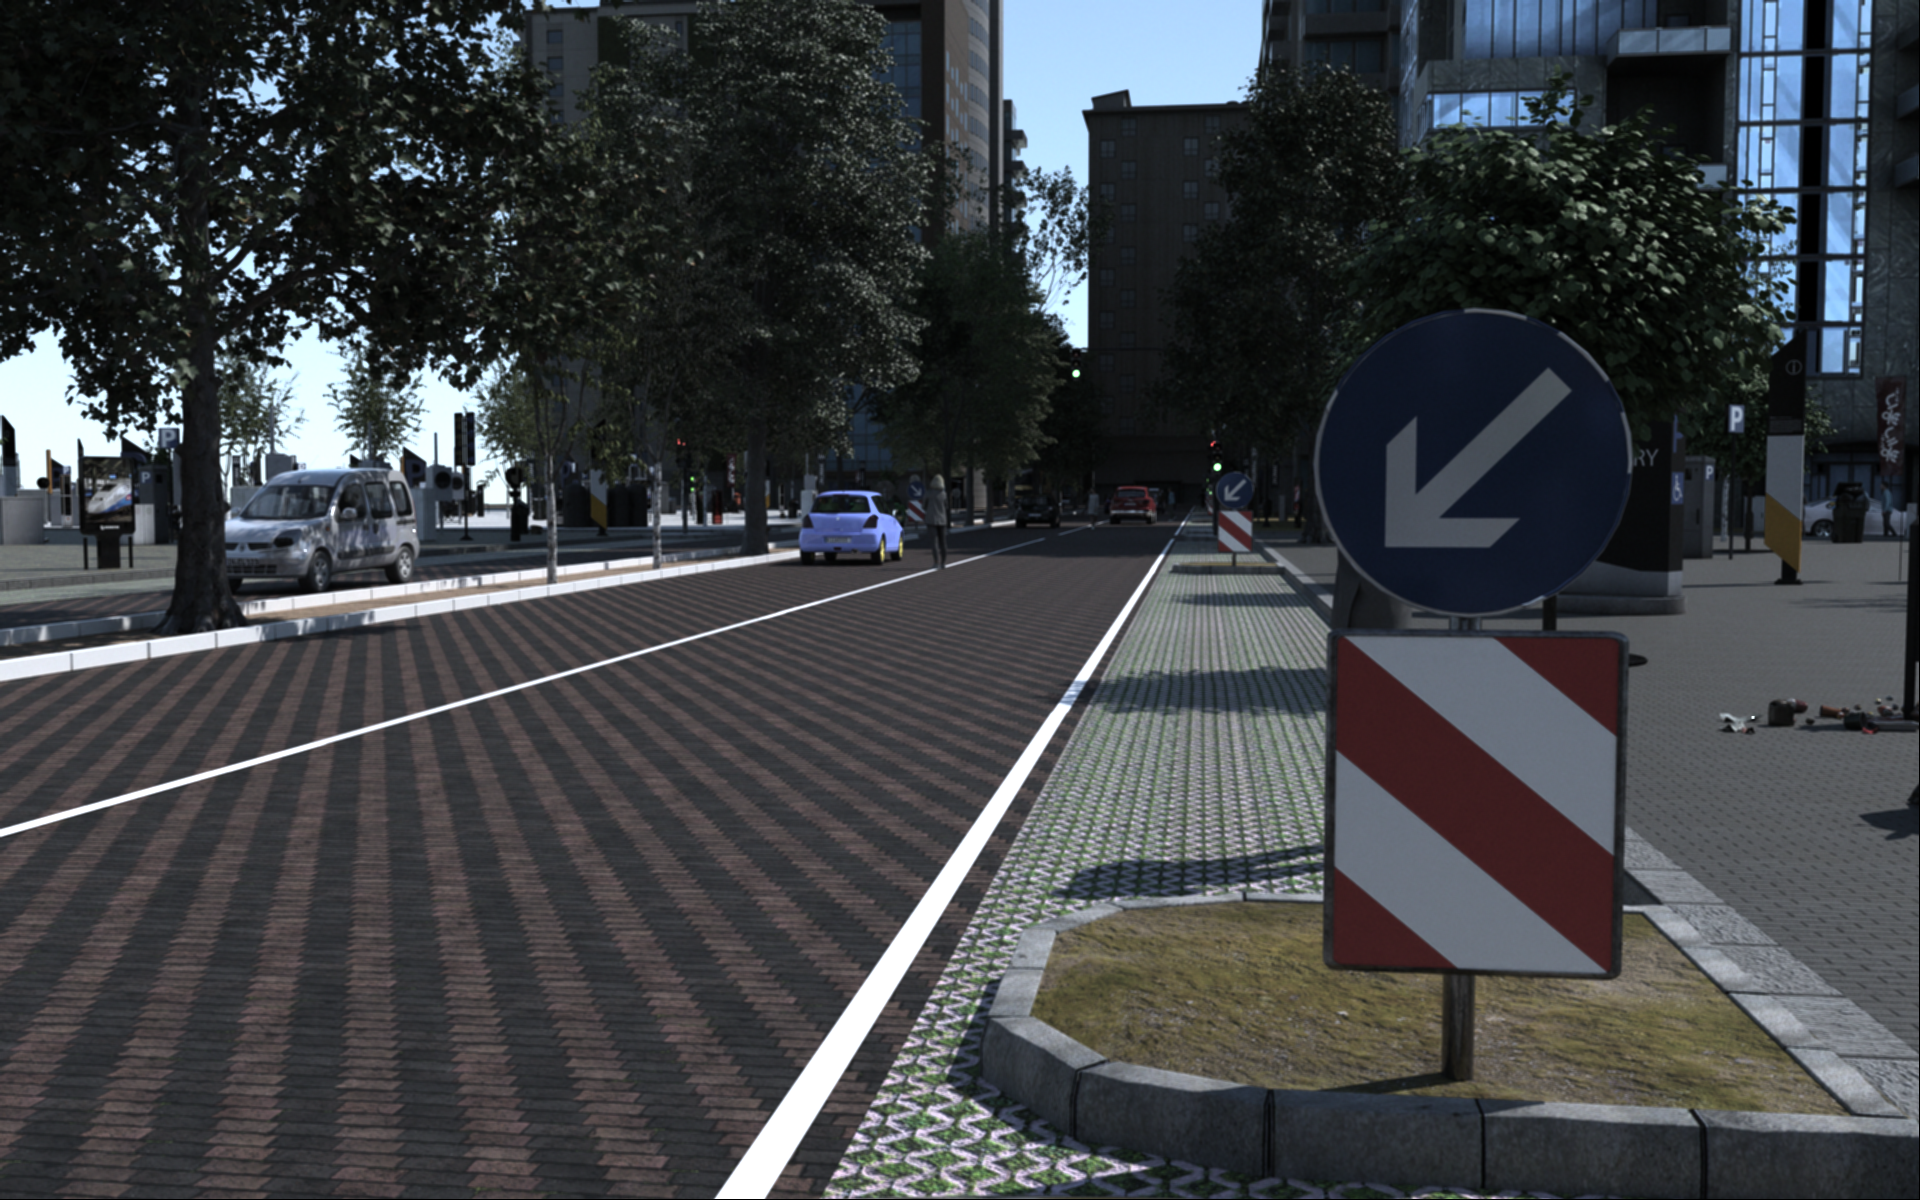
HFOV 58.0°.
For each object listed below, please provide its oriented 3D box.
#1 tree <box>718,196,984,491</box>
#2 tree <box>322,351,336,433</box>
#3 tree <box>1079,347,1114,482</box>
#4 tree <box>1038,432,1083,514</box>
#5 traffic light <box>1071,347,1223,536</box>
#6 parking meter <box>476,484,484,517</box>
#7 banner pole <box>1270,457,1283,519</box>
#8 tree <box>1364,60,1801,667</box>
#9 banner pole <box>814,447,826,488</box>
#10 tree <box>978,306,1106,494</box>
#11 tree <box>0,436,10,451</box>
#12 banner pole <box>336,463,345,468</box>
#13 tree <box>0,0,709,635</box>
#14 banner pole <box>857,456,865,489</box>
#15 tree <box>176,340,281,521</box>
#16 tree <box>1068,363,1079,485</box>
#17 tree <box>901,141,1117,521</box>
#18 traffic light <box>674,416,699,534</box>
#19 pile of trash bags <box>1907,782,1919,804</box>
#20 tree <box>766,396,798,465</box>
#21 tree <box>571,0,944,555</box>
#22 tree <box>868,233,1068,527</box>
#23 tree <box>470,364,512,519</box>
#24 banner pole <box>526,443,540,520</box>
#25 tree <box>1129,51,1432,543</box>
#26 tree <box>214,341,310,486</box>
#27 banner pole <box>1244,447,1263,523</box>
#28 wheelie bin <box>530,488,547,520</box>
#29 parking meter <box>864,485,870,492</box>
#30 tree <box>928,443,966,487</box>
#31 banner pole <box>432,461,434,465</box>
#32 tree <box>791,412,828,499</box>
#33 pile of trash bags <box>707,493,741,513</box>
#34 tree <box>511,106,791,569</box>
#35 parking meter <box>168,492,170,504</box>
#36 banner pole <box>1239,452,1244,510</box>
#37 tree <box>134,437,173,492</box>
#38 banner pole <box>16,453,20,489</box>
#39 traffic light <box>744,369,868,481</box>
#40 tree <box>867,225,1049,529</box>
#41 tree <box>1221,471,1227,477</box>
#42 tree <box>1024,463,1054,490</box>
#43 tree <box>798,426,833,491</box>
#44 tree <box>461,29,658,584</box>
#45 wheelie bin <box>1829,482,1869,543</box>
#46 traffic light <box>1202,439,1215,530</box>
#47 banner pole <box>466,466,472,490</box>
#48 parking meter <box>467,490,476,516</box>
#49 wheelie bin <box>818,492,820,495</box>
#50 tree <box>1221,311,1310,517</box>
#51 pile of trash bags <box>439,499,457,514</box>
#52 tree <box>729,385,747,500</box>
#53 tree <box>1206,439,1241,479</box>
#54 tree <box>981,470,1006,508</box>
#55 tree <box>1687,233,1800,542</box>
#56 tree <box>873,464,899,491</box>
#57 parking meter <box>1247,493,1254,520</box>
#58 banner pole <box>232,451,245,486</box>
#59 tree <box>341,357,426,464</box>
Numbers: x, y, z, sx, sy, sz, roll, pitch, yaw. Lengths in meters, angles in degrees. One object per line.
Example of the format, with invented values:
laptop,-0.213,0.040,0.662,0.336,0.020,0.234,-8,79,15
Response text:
tree,-3.357,-6.957,50.624,8.767,10.594,7.601,0,4,8
tree,-23.416,-7.257,69.016,4.737,8.622,4.395,0,3,0
tree,6.574,-12.078,118.065,7.486,12.596,7.792,0,3,0
tree,7.253,-10.491,124.350,4.737,8.622,4.395,0,3,0
traffic light,5.821,-4.825,53.558,4.771,5.953,1.251,0,4,8
parking meter,-27.042,-5.620,97.594,0.399,1.863,0.255,-1,4,-14
banner pole,16.523,-6.117,90.038,0.863,3.779,0.401,1,4,14
tree,4.558,-1.815,13.388,4.285,4.588,4.351,0,3,0
banner pole,-6.900,-5.794,84.746,0.863,3.779,0.401,2,4,28
tree,4.573,-11.312,104.417,9.611,12.733,9.660,0,3,0
tree,-15.995,-1.973,26.861,1.663,3.219,1.824,0,3,0
banner pole,-50.238,-9.214,140.659,0.863,3.779,0.401,-1,4,-22
tree,-7.842,-6.010,17.735,9.611,12.733,9.660,0,3,0
banner pole,-6.570,-7.615,114.521,0.863,3.779,0.401,-3,5,-43
tree,-30.072,-7.373,70.913,4.737,8.622,4.395,0,3,0
tree,1.351,-9.893,82.336,7.486,12.596,7.792,0,3,0
tree,1.673,-14.370,93.295,12.611,20.169,13.585,0,3,0
traffic light,-8.846,-4.086,55.729,0.839,4.253,0.868,0,4,8
pile of trash bags,4.833,0.242,5.788,1.912,1.369,3.447,0,4,2
tree,-12.799,-9.611,107.506,4.737,8.622,4.395,0,3,0
tree,-4.818,-8.025,40.324,9.857,13.997,8.962,0,3,0
tree,0.365,-9.434,74.829,7.486,12.596,7.792,0,3,0
tree,-23.592,-8.549,90.136,4.360,8.622,3.978,0,3,0
banner pole,-20.768,-5.779,84.508,0.863,3.779,0.401,-2,4,-29
tree,9.241,-7.844,45.256,9.611,12.733,9.660,0,3,0
tree,-31.910,-7.829,78.360,4.360,8.622,3.978,0,3,0
banner pole,13.289,-5.368,77.776,0.401,3.779,0.863,-2,4,-24
wheelie bin,-20.891,-4.786,86.165,0.980,1.594,0.693,0,4,6
parking meter,-6.193,-6.703,115.297,0.399,1.863,0.255,-2,4,-27
tree,-0.879,-11.313,135.328,4.360,8.622,3.978,0,3,0
banner pole,-39.162,-8.534,129.545,0.401,3.779,0.863,3,5,39
tree,-9.770,-9.050,98.332,4.360,8.622,3.978,0,3,0
pile of trash bags,-16.110,-6.715,119.548,1.912,1.369,3.447,1,4,23
tree,-5.763,-4.907,33.041,4.360,8.622,3.978,0,3,0
parking meter,-53.088,-6.746,116.007,0.399,1.863,0.255,3,5,42
banner pole,16.868,-6.904,102.905,0.863,3.779,0.401,0,4,4
tree,-24.035,-3.528,52.279,1.663,3.219,1.824,0,3,0
banner pole,-60.891,-7.443,111.714,0.863,3.779,0.401,2,4,23
traffic light,-5.655,-5.426,63.383,4.771,5.953,1.251,0,4,8
tree,-0.428,-8.433,66.092,9.928,11.665,9.643,0,3,0
tree,6.478,-2.471,24.109,4.285,4.588,4.351,0,3,0
tree,9.251,-15.237,199.493,4.360,8.622,3.978,0,3,0
tree,-12.061,-11.414,136.983,4.737,8.622,4.395,0,3,0
tree,-6.435,-4.529,26.869,4.737,8.622,4.395,0,3,0
wheelie bin,23.398,-2.300,45.508,0.980,1.594,0.693,0,4,-2
traffic light,9.012,-4.428,61.317,0.839,4.253,0.868,0,4,8
banner pole,-39.802,-9.210,140.597,0.401,3.779,0.863,1,4,20
parking meter,-32.095,-6.468,114.155,0.372,1.533,0.369,0,3,0
wheelie bin,-10.128,-6.875,120.320,0.980,1.594,0.693,2,4,28
tree,16.281,-10.411,95.973,9.928,11.665,9.643,0,3,0
pile of trash bags,-31.949,-5.759,103.909,1.912,1.369,3.447,1,4,22
tree,-13.020,-8.141,83.473,4.737,8.622,4.395,0,3,0
tree,30.777,-15.367,201.615,4.360,8.622,3.978,0,3,0
tree,3.613,-10.735,159.232,4.285,4.588,4.351,0,3,0
tree,20.602,-5.895,46.746,4.737,8.622,4.395,0,3,0
tree,-4.698,-6.942,108.106,1.663,3.219,1.824,0,3,0
parking meter,14.278,-4.857,85.123,0.255,1.863,0.399,0,4,-5
banner pole,-40.938,-6.632,98.448,0.863,3.779,0.401,-3,4,-36
tree,-29.928,-8.499,89.314,4.360,8.622,3.978,0,3,0
